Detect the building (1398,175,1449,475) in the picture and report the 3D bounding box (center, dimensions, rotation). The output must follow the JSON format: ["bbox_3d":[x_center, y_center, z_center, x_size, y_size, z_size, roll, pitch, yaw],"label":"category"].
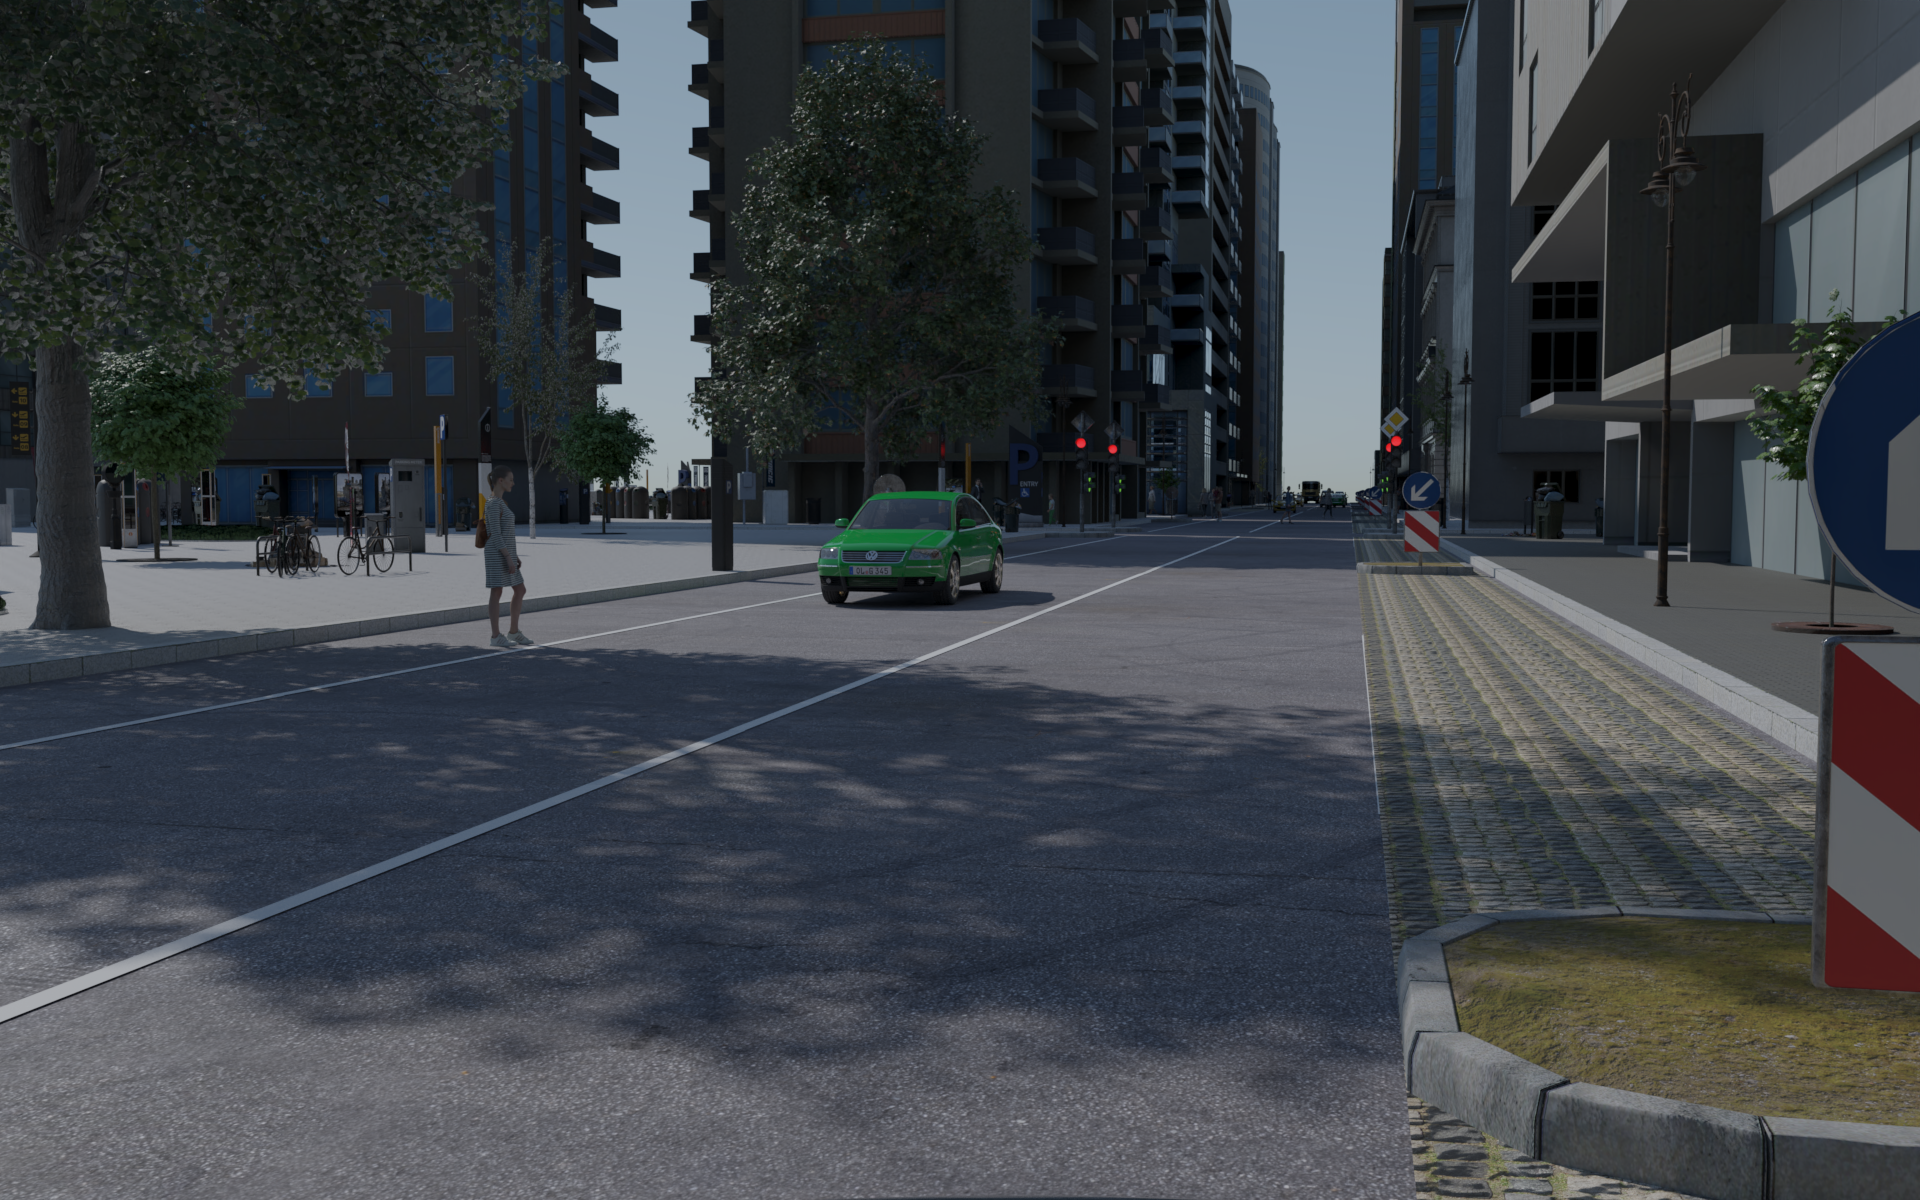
[{"bbox_3d":[38.290,-18.427,120.354,14.314,24.678,30.058,1,4,13],"label":"building"}]

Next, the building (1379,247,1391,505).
[{"bbox_3d":[56.443,-26.335,202.278,14.160,30.474,14.107,1,4,13],"label":"building"}]

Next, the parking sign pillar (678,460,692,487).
[{"bbox_3d":[-22.452,-9.426,142.591,1.447,3.967,1.447,-1,4,-17],"label":"parking sign pillar"}]

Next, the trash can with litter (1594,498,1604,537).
[{"bbox_3d":[19.299,-2.450,51.449,0.624,1.170,1.055,0,4,-8],"label":"trash can with litter"}]

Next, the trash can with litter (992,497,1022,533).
[{"bbox_3d":[1.498,-2.836,57.758,1.055,1.170,0.624,0,4,-6],"label":"trash can with litter"}]

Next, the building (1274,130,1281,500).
[{"bbox_3d":[37.381,-44.187,264.457,21.231,58.520,28.212,1,4,13],"label":"building"}]

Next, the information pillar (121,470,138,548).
[{"bbox_3d":[-19.683,-2.234,41.019,0.304,2.012,0.304,-2,4,-33],"label":"information pillar"}]

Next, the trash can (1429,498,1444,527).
[{"bbox_3d":[18.703,-3.445,67.978,0.748,1.137,0.748,0,3,0],"label":"trash can"}]

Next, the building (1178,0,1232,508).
[{"bbox_3d":[12.189,-32.305,151.888,21.300,48.544,21.600,1,4,13],"label":"building"}]

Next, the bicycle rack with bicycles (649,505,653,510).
[{"bbox_3d":[-20.132,-5.703,106.630,2.852,0.926,2.925,-3,5,-44],"label":"bicycle rack with bicycles"}]

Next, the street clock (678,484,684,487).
[{"bbox_3d":[-19.424,-7.092,120.526,0.358,2.002,0.471,2,4,35],"label":"street clock"}]

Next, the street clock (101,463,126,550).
[{"bbox_3d":[-19.542,-2.169,40.041,0.358,2.002,0.471,3,5,42],"label":"street clock"}]

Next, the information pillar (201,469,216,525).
[{"bbox_3d":[-22.354,-2.876,51.511,0.304,2.012,0.304,0,4,0],"label":"information pillar"}]

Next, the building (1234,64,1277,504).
[{"bbox_3d":[31.331,-42.487,236.663,21.231,58.520,28.212,1,4,13],"label":"building"}]

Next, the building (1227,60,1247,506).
[{"bbox_3d":[17.123,-34.128,177.604,23.786,49.044,30.456,1,4,13],"label":"building"}]

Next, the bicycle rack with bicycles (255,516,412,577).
[{"bbox_3d":[-10.199,-0.880,27.762,2.852,0.926,2.925,0,4,5],"label":"bicycle rack with bicycles"}]

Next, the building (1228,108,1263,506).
[{"bbox_3d":[27.098,-33.530,198.325,14.600,45.320,14.200,1,4,13],"label":"building"}]

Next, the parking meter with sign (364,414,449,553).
[{"bbox_3d":[-12.087,-2.542,37.822,1.738,3.016,0.543,-2,4,-27],"label":"parking meter with sign"}]

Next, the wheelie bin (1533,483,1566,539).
[{"bbox_3d":[16.793,-2.534,49.334,0.693,1.594,0.980,-2,4,-28],"label":"wheelie bin"}]

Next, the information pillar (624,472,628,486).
[{"bbox_3d":[-23.636,-8.037,122.757,0.183,3.616,0.504,3,5,42],"label":"information pillar"}]

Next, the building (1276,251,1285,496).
[{"bbox_3d":[45.806,-36.767,284.733,14.154,41.232,14.086,1,4,13],"label":"building"}]

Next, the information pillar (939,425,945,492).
[{"bbox_3d":[-0.581,-3.893,55.002,0.183,3.616,0.504,1,4,14],"label":"information pillar"}]

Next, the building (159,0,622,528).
[{"bbox_3d":[-24.354,-26.014,75.447,14.200,45.320,14.600,1,4,13],"label":"building"}]

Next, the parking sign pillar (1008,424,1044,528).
[{"bbox_3d":[2.514,-4.776,66.563,1.447,3.967,1.447,0,4,8],"label":"parking sign pillar"}]

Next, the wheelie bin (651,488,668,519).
[{"bbox_3d":[-15.213,-4.884,87.762,0.693,1.594,0.980,-3,5,-44],"label":"wheelie bin"}]

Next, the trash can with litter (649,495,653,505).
[{"bbox_3d":[-26.121,-8.166,144.901,0.624,1.170,1.055,3,5,40],"label":"trash can with litter"}]

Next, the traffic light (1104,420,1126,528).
[{"bbox_3d":[5.865,-4.706,65.867,0.839,4.253,0.868,1,4,13],"label":"traffic light"}]

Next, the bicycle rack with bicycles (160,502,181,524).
[{"bbox_3d":[-36.155,-4.085,80.166,2.925,0.926,2.852,-3,4,-37],"label":"bicycle rack with bicycles"}]

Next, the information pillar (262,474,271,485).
[{"bbox_3d":[-25.421,-3.612,63.551,0.304,2.012,0.304,-1,4,-18],"label":"information pillar"}]

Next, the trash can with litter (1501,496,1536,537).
[{"bbox_3d":[17.294,-2.555,52.838,1.678,1.210,2.233,0,4,-5],"label":"trash can with litter"}]

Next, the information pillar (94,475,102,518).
[{"bbox_3d":[-32.768,-3.752,65.843,0.304,2.012,0.304,-2,4,-34],"label":"information pillar"}]

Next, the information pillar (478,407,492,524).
[{"bbox_3d":[-12.787,-3.384,46.677,0.183,3.616,0.504,1,4,20],"label":"information pillar"}]

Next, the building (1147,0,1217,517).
[{"bbox_3d":[7.547,-49.506,122.102,22.319,86.520,31.000,1,4,13],"label":"building"}]

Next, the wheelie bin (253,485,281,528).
[{"bbox_3d":[-23.718,-3.143,59.294,0.980,1.594,0.693,1,4,20],"label":"wheelie bin"}]

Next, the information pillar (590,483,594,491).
[{"bbox_3d":[-30.748,-9.364,144.461,0.504,3.616,0.183,2,4,31],"label":"information pillar"}]

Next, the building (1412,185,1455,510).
[{"bbox_3d":[30.986,-14.208,96.922,10.561,19.102,19.286,1,4,13],"label":"building"}]

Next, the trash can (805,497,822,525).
[{"bbox_3d":[-6.181,-3.763,73.182,0.748,1.137,0.748,0,3,0],"label":"trash can"}]

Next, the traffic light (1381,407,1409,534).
[{"bbox_3d":[14.033,-4.095,55.872,0.839,4.253,0.868,1,4,13],"label":"traffic light"}]

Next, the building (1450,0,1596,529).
[{"bbox_3d":[34.711,-15.099,65.931,30.058,24.678,14.314,1,4,13],"label":"building"}]

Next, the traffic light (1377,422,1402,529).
[{"bbox_3d":[15.783,-4.571,63.664,0.839,4.253,0.868,1,4,13],"label":"traffic light"}]

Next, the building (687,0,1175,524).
[{"bbox_3d":[-1.096,-26.415,86.508,22.147,44.769,28.867,1,4,13],"label":"building"}]

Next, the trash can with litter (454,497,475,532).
[{"bbox_3d":[-17.006,-2.938,59.422,0.624,1.170,1.055,-1,4,-8],"label":"trash can with litter"}]

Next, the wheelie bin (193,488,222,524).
[{"bbox_3d":[-23.594,-2.837,54.297,0.980,1.594,0.693,3,5,43],"label":"wheelie bin"}]

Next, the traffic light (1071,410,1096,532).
[{"bbox_3d":[4.115,-4.230,58.076,0.839,4.253,0.868,1,4,13],"label":"traffic light"}]

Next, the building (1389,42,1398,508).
[{"bbox_3d":[46.770,-29.081,159.064,14.154,41.232,14.086,1,4,13],"label":"building"}]

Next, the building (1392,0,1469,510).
[{"bbox_3d":[43.699,-30.278,145.159,14.600,45.320,14.200,1,4,13],"label":"building"}]

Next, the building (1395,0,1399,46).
[{"bbox_3d":[55.504,-38.970,179.152,21.231,58.520,28.212,1,4,13],"label":"building"}]

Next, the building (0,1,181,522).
[{"bbox_3d":[-47.696,-19.052,83.195,14.107,30.474,14.160,1,4,13],"label":"building"}]

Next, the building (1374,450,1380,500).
[{"bbox_3d":[77.435,-58.723,272.788,22.319,86.520,31.000,1,4,13],"label":"building"}]

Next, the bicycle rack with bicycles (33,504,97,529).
[{"bbox_3d":[-31.017,-2.959,61.755,2.925,0.926,2.852,1,4,17],"label":"bicycle rack with bicycles"}]
